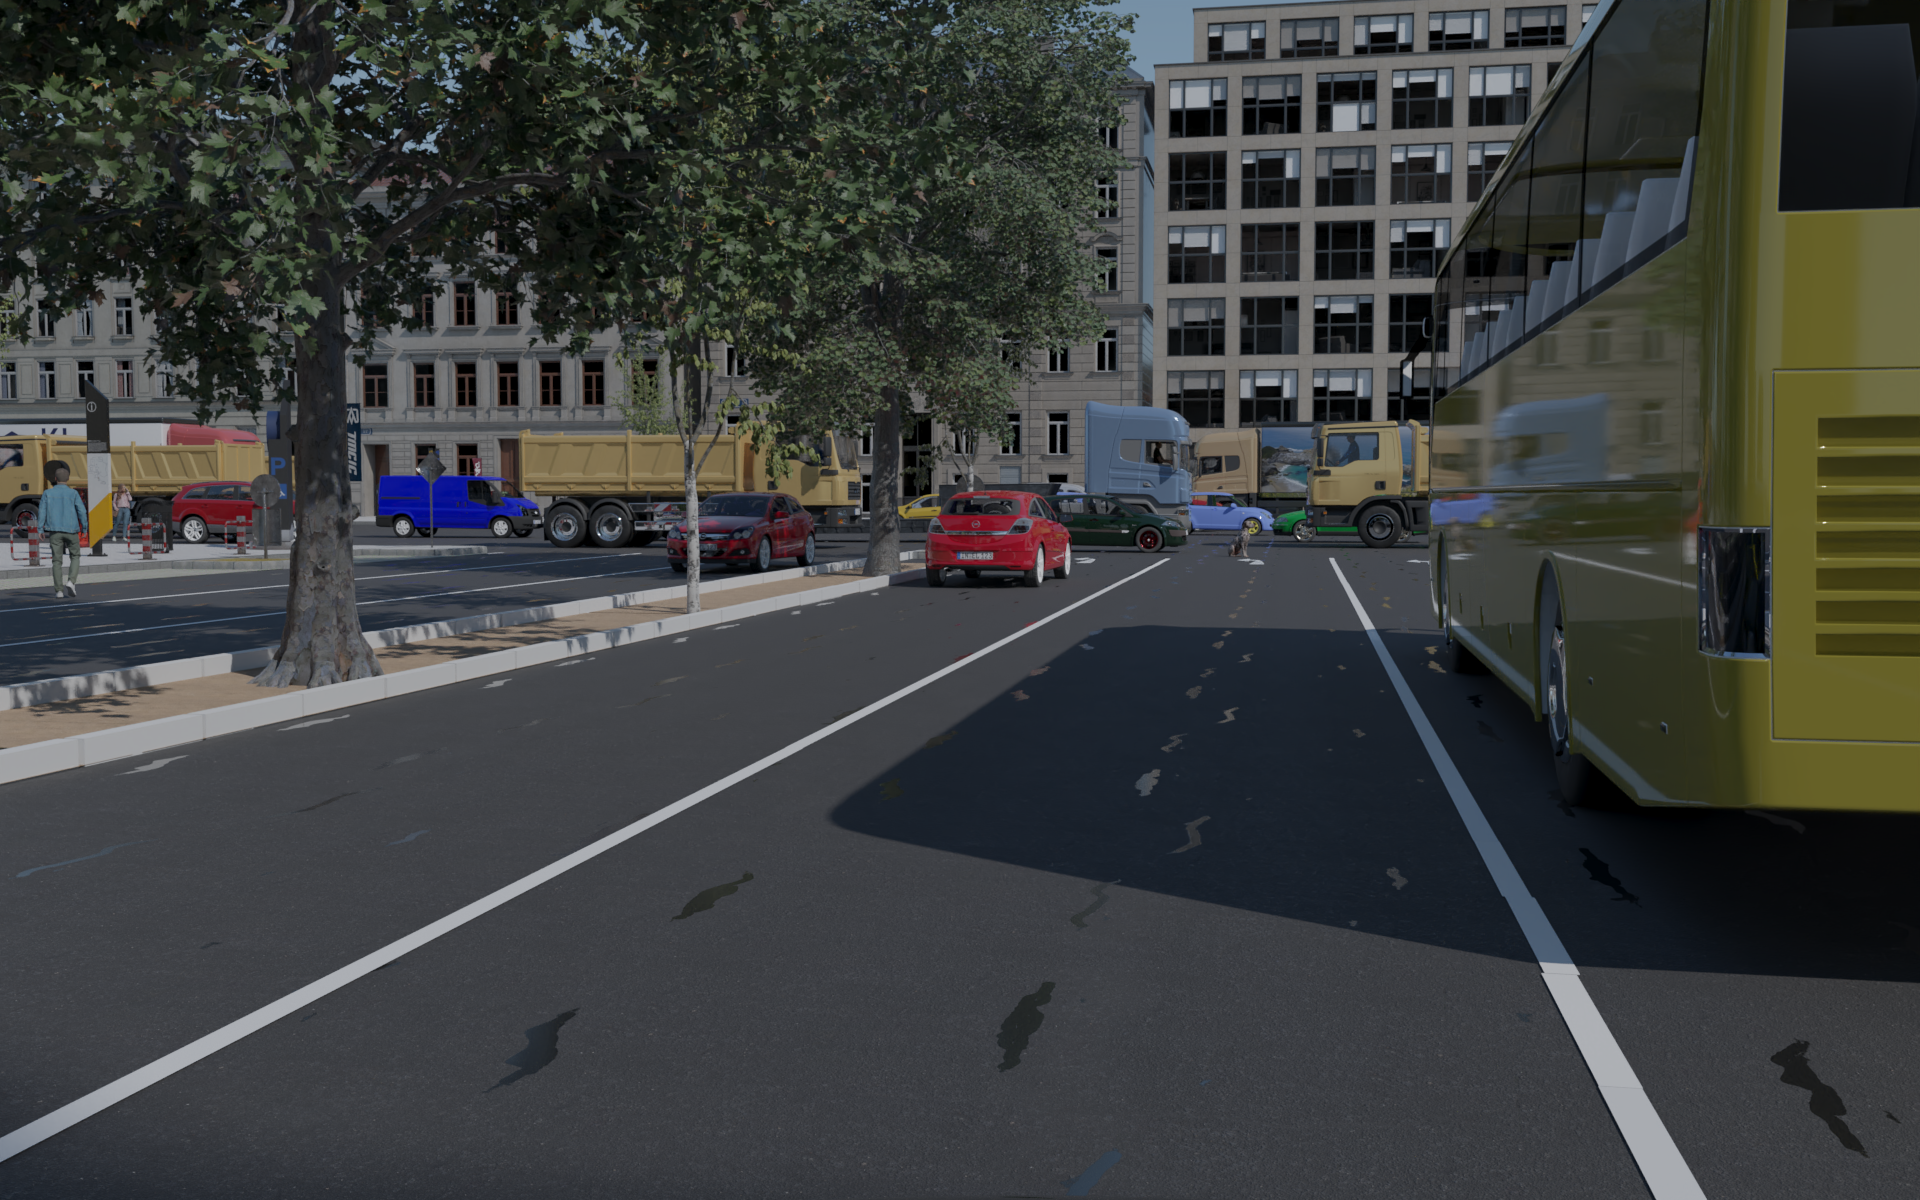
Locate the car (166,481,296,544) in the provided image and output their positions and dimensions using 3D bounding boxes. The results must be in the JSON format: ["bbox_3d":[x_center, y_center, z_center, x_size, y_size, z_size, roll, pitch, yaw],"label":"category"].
[{"bbox_3d":[-20.414,-2.560,50.526,5.304,1.827,2.281,1,4,10],"label":"car"}]

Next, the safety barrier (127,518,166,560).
[{"bbox_3d":[-15.781,-1.183,33.620,0.300,0.817,1.120,1,4,11],"label":"safety barrier"}]

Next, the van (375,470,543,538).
[{"bbox_3d":[-16.420,-3.223,57.087,5.245,2.365,2.240,1,4,9],"label":"van"}]

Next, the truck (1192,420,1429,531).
[{"bbox_3d":[14.133,-4.835,67.968,11.283,4.237,2.839,1,4,12],"label":"truck"}]

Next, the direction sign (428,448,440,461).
[{"bbox_3d":[-25.974,-5.725,85.595,0.379,3.537,0.876,1,4,19],"label":"direction sign"}]

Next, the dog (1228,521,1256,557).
[{"bbox_3d":[6.377,-1.399,39.706,0.513,0.831,0.800,-1,4,-15],"label":"dog"}]

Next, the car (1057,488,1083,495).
[{"bbox_3d":[3.082,-3.190,61.751,3.694,1.707,1.945,1,4,11],"label":"car"}]

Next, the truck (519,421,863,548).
[{"bbox_3d":[-6.734,-3.093,46.487,9.791,3.379,3.469,1,4,9],"label":"truck"}]

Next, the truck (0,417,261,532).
[{"bbox_3d":[-30.985,-4.639,64.768,11.283,4.237,2.839,1,4,11],"label":"truck"}]

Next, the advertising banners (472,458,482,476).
[{"bbox_3d":[-22.711,-5.369,83.963,0.090,3.025,2.074,3,5,43],"label":"advertising banners"}]

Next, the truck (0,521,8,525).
[{"bbox_3d":[-37.824,-5.546,80.435,18.799,4.110,2.967,1,4,12],"label":"truck"}]

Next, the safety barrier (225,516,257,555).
[{"bbox_3d":[-15.200,-1.367,36.629,0.300,0.817,1.120,1,4,11],"label":"safety barrier"}]

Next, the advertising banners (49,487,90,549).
[{"bbox_3d":[-20.929,-2.751,41.164,0.090,3.025,2.074,1,4,11],"label":"advertising banners"}]

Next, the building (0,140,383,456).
[{"bbox_3d":[-48.833,-16.832,108.487,30.059,22.955,16.112,1,4,11],"label":"building"}]

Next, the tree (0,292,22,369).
[{"bbox_3d":[-24.572,-5.516,40.551,4.737,8.622,4.395,0,3,0],"label":"tree"}]

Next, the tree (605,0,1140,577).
[{"bbox_3d":[-1.332,-7.372,29.640,9.857,13.997,8.962,0,3,0],"label":"tree"}]

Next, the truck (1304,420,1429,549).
[{"bbox_3d":[13.340,-3.068,46.086,9.791,3.379,3.469,1,4,13],"label":"truck"}]

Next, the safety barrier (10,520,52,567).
[{"bbox_3d":[-16.365,-0.999,30.606,0.300,0.817,1.120,1,4,11],"label":"safety barrier"}]

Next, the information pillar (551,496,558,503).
[{"bbox_3d":[-21.365,-5.311,91.319,0.304,2.012,0.304,0,4,3],"label":"information pillar"}]

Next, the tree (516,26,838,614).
[{"bbox_3d":[-3.178,-4.116,20.116,4.737,8.622,4.395,0,3,0],"label":"tree"}]

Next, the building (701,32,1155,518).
[{"bbox_3d":[-1.276,-18.370,97.620,25.104,27.353,12.463,1,4,11],"label":"building"}]

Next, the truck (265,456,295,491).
[{"bbox_3d":[-30.922,-4.670,72.280,9.791,3.379,3.469,1,4,10],"label":"truck"}]

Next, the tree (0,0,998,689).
[{"bbox_3d":[-4.812,-5.715,12.912,9.611,12.733,9.660,0,3,0],"label":"tree"}]

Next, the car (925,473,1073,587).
[{"bbox_3d":[0.695,-1.172,28.200,2.155,1.783,4.494,1,4,12],"label":"car"}]

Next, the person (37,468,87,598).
[{"bbox_3d":[-12.347,-0.917,23.836,0.601,1.785,0.444,-1,4,-21],"label":"person"}]

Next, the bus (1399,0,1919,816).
[{"bbox_3d":[4.494,-1.159,10.503,2.896,3.916,12.252,1,4,11],"label":"bus"}]

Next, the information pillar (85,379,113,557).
[{"bbox_3d":[-17.615,-2.695,35.412,0.504,3.616,0.183,1,4,9],"label":"information pillar"}]

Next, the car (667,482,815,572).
[{"bbox_3d":[-4.139,-1.475,33.150,2.155,1.783,4.494,1,4,13],"label":"car"}]

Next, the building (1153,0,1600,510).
[{"bbox_3d":[28.493,-17.794,95.449,34.151,26.468,19.350,1,4,11],"label":"building"}]

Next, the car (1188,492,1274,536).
[{"bbox_3d":[9.140,-3.113,60.481,3.694,1.707,1.945,1,4,13],"label":"car"}]

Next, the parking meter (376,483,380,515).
[{"bbox_3d":[-32.017,-5.495,95.549,0.255,1.863,0.399,-3,4,-36],"label":"parking meter"}]

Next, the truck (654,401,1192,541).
[{"bbox_3d":[-1.808,-3.809,52.039,18.799,4.110,2.967,1,4,10],"label":"truck"}]

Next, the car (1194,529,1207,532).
[{"bbox_3d":[7.545,-3.543,66.605,5.304,1.827,2.281,1,4,12],"label":"car"}]

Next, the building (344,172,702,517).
[{"bbox_3d":[-24.210,-16.197,100.980,21.152,22.565,11.583,1,4,11],"label":"building"}]

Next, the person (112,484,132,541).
[{"bbox_3d":[-25.605,-2.673,52.795,0.593,1.750,0.643,-3,5,-40],"label":"person"}]

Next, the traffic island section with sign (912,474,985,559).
[{"bbox_3d":[0.111,-1.897,39.157,2.006,1.907,1.989,1,4,11],"label":"traffic island section with sign"}]

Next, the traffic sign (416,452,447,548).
[{"bbox_3d":[-12.611,-2.304,41.315,0.795,2.450,0.064,1,4,11],"label":"traffic sign"}]

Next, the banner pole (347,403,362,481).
[{"bbox_3d":[-14.860,-3.178,41.972,0.863,3.779,0.401,1,4,12],"label":"banner pole"}]

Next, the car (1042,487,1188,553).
[{"bbox_3d":[3.561,-2.035,43.056,4.222,1.686,2.009,1,4,12],"label":"car"}]

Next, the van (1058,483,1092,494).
[{"bbox_3d":[4.227,-3.473,63.790,4.112,2.044,2.013,1,4,12],"label":"van"}]

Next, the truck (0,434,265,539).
[{"bbox_3d":[-27.888,-3.720,56.753,9.791,3.379,3.469,1,4,9],"label":"truck"}]

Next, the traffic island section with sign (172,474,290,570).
[{"bbox_3d":[-13.803,-1.527,33.592,1.989,1.847,2.006,1,4,11],"label":"traffic island section with sign"}]

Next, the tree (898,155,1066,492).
[{"bbox_3d":[0.217,-5.138,36.832,4.360,8.622,3.978,0,3,0],"label":"tree"}]

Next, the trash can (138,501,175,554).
[{"bbox_3d":[-17.329,-1.574,37.389,0.748,1.137,0.748,0,3,0],"label":"trash can"}]

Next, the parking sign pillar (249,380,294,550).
[{"bbox_3d":[-15.814,-3.170,40.302,1.447,3.967,1.447,-1,4,-17],"label":"parking sign pillar"}]

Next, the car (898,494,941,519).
[{"bbox_3d":[-1.229,-3.675,70.312,3.980,1.641,2.015,1,4,11],"label":"car"}]

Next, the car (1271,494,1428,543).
[{"bbox_3d":[11.649,-2.609,51.461,4.718,1.807,1.959,1,4,11],"label":"car"}]
